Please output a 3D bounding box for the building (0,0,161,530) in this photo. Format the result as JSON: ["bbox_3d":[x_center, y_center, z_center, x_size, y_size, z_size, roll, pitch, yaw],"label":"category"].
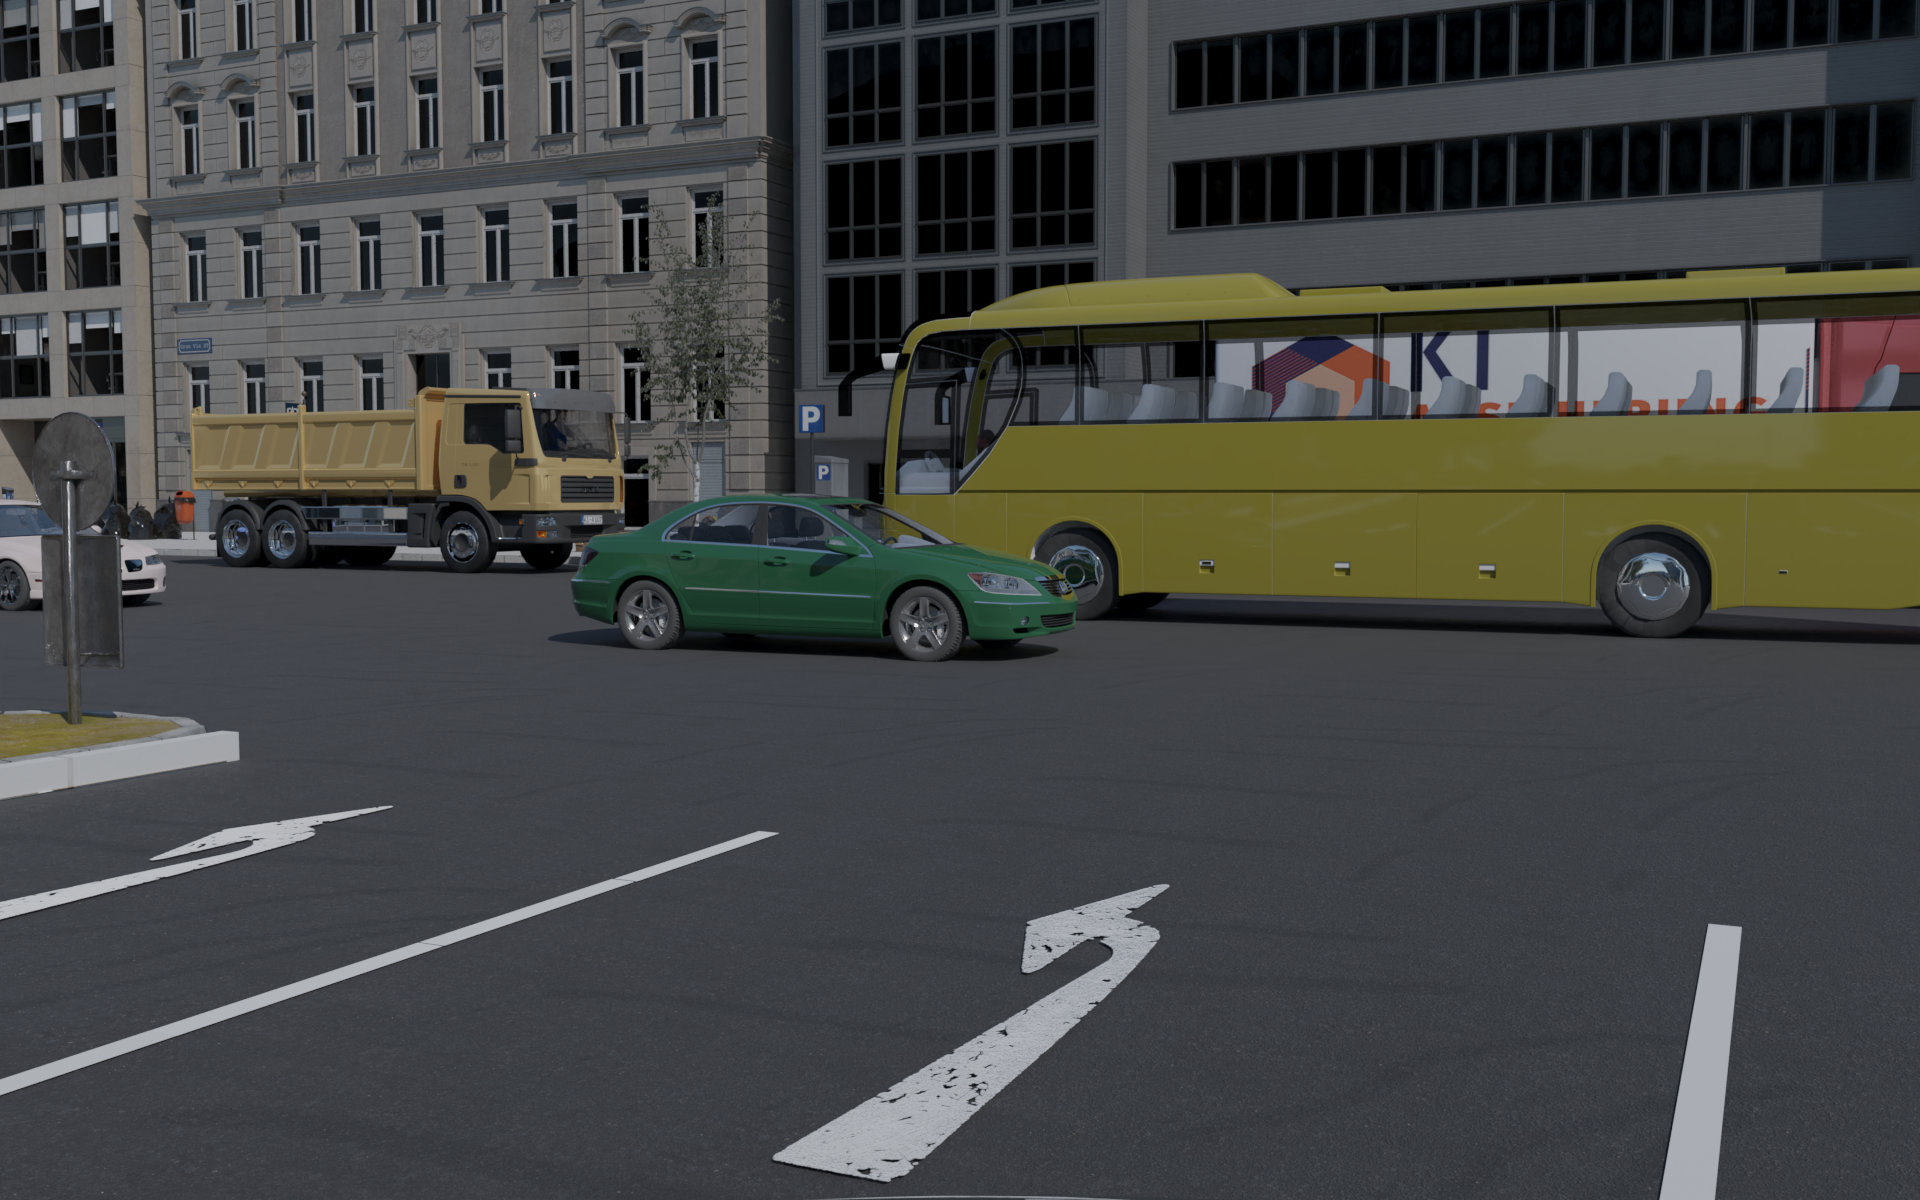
[{"bbox_3d":[-39.233,-16.509,74.443,34.151,26.468,19.350,2,4,25],"label":"building"}]

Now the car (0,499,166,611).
[{"bbox_3d":[-12.528,-0.629,22.640,4.827,1.381,2.083,2,4,27],"label":"car"}]

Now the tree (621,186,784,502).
[{"bbox_3d":[-6.408,-5.620,42.248,4.360,8.622,3.978,0,3,0],"label":"tree"}]

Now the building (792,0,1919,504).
[{"bbox_3d":[11.143,-13.939,46.977,30.058,24.678,14.314,2,4,25],"label":"building"}]

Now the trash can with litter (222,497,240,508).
[{"bbox_3d":[-21.046,-2.449,51.102,2.233,1.210,1.678,-2,4,-34],"label":"trash can with litter"}]

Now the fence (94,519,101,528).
[{"bbox_3d":[-23.958,-1.933,46.987,0.278,0.683,2.069,1,4,9],"label":"fence"}]

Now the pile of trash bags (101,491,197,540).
[{"bbox_3d":[-22.785,-2.403,49.035,3.447,1.369,1.912,2,4,32],"label":"pile of trash bags"}]

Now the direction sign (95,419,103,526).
[{"bbox_3d":[-26.229,-3.701,52.508,0.876,3.537,0.379,2,4,30],"label":"direction sign"}]

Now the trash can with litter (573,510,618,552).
[{"bbox_3d":[-8.100,-1.653,38.406,1.055,1.170,0.624,0,4,-5],"label":"trash can with litter"}]

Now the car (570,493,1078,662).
[{"bbox_3d":[-1.279,-0.266,16.146,4.920,1.459,2.131,2,4,24],"label":"car"}]

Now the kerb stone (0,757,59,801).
[{"bbox_3d":[-4.603,0.869,7.985,0.120,0.150,1.000,2,4,25],"label":"kerb stone"}]

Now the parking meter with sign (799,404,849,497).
[{"bbox_3d":[-2.533,-2.344,34.588,0.543,3.016,1.738,2,4,25],"label":"parking meter with sign"}]

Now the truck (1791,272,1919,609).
[{"bbox_3d":[9.267,-2.144,23.969,11.283,4.237,2.839,2,4,25],"label":"truck"}]

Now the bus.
[{"bbox_3d":[4.734,-1.694,19.241,12.252,3.916,2.896,2,4,23],"label":"bus"}]

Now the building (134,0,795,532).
[{"bbox_3d":[-14.027,-15.957,58.168,25.104,27.353,12.463,2,4,25],"label":"building"}]

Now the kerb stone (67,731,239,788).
[{"bbox_3d":[-4.154,0.813,8.907,0.120,0.150,1.000,2,4,25],"label":"kerb stone"}]

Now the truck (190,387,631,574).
[{"bbox_3d":[-10.312,-2.276,33.140,9.791,3.379,3.469,2,4,26],"label":"truck"}]

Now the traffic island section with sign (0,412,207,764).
[{"bbox_3d":[-5.189,-0.060,9.120,2.006,1.907,1.989,2,4,25],"label":"traffic island section with sign"}]

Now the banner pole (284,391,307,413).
[{"bbox_3d":[-16.032,-3.179,41.995,0.401,3.779,0.863,1,4,23],"label":"banner pole"}]

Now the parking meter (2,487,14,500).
[{"bbox_3d":[-33.226,-3.184,60.469,0.372,1.533,0.369,0,3,0],"label":"parking meter"}]
